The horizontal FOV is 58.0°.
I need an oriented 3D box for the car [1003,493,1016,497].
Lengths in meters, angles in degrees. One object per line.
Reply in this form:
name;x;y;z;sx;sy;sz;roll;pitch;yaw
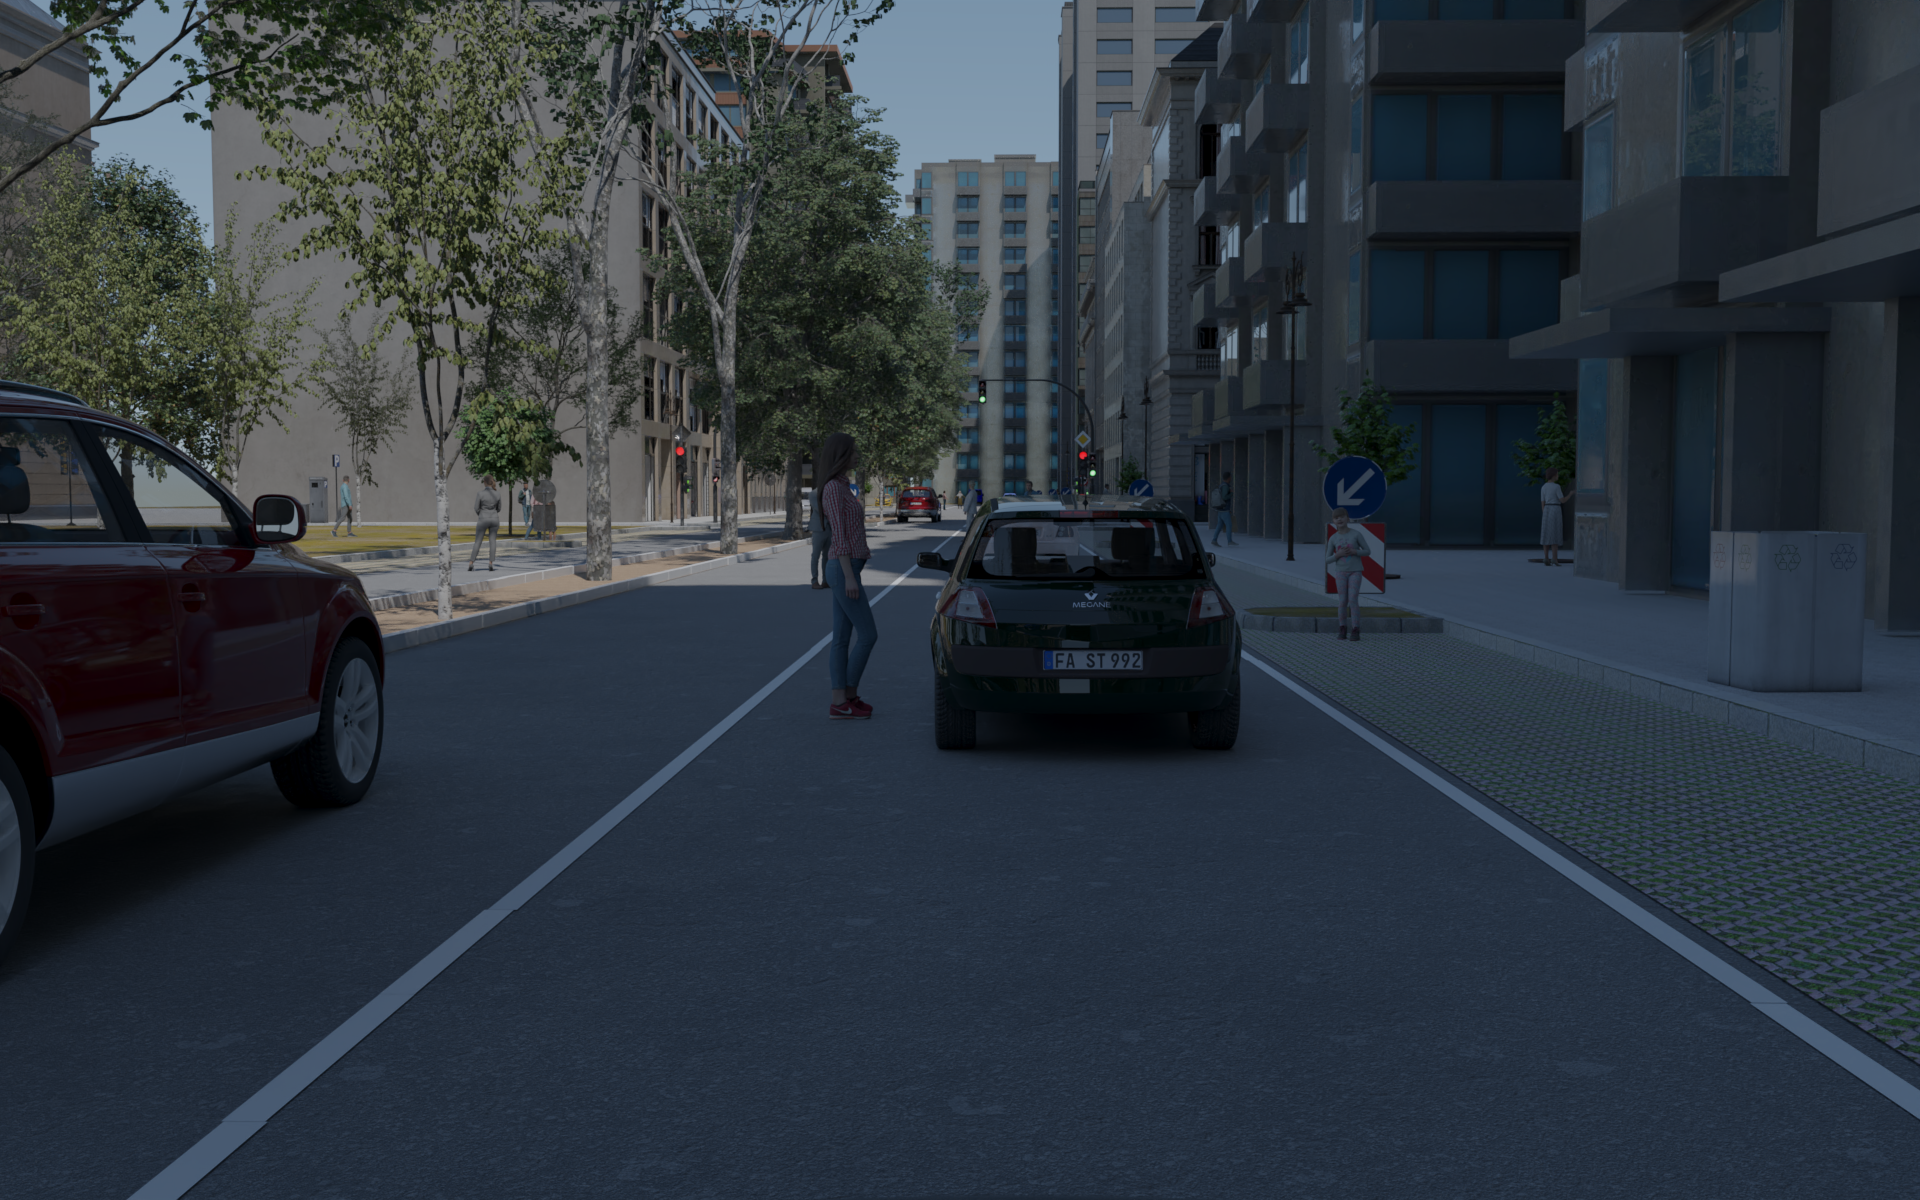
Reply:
car;4.870;-9.782;169.525;1.945;1.707;3.694;0;4;0

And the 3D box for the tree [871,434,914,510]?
tree;-4.355;-8.778;96.344;4.737;8.622;4.395;0;3;0

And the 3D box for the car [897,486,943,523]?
car;-2.067;-4.879;88.439;2.281;1.827;5.304;0;4;3

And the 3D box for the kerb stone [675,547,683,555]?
kerb stone;-6.687;-1.119;40.491;0.120;0.150;1.000;0;4;1

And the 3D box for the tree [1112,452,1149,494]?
tree;7.625;-5.130;78.482;1.663;3.219;1.824;0;3;0

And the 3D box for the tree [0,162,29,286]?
tree;-17.180;-4.755;28.101;4.360;8.622;3.978;0;3;0

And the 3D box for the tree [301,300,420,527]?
tree;-22.998;-7.119;66.751;4.360;8.622;3.978;0;3;0

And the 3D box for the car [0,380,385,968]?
car;-3.787;0.142;6.346;2.281;1.827;5.304;0;4;0

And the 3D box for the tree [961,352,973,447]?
tree;-3.638;-11.926;104.107;9.857;13.997;8.962;0;3;0

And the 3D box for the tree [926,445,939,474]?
tree;-3.630;-10.190;119.418;4.360;8.622;3.978;0;3;0

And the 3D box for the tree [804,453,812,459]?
tree;-11.121;-11.737;142.264;4.737;8.622;4.395;0;3;0

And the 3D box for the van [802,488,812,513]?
van;-9.876;-6.372;111.197;2.013;2.044;4.112;0;4;1

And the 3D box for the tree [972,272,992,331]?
tree;-4.402;-16.472;127.658;12.611;20.169;13.585;0;3;0

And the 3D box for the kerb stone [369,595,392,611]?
kerb stone;-7.173;0.070;21.052;0.120;0.150;1.000;0;4;1

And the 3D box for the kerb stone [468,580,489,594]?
kerb stone;-7.076;-0.180;25.141;0.120;0.150;1.000;0;4;1

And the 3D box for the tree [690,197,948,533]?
tree;-5.311;-8.837;63.951;9.611;12.733;9.660;0;3;0

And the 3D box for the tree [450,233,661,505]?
tree;-14.042;-7.661;59.677;7.601;10.594;8.767;0;4;6

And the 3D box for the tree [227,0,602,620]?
tree;-5.815;-4.059;19.191;4.737;8.622;4.395;0;3;0

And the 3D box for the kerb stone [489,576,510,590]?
kerb stone;-7.038;-0.236;26.163;0.120;0.150;1.000;0;4;1

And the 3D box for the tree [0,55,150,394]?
tree;-26.863;-8.290;45.906;12.009;13.543;11.850;0;3;0

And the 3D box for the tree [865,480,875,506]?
tree;-10.499;-12.007;190.912;1.663;3.219;1.824;0;3;0

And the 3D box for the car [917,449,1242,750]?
car;0.709;-0.081;11.109;2.009;1.686;4.222;0;4;0

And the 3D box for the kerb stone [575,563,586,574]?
kerb stone;-6.915;-0.556;31.288;0.120;0.150;1.000;0;4;1

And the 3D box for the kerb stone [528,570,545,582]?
kerb stone;-6.994;-0.368;28.206;0.120;0.150;1.000;0;4;1

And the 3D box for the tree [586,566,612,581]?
tree;-7.143;-10.427;28.833;12.611;20.169;13.585;0;3;0

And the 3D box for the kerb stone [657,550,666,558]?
kerb stone;-6.741;-0.994;38.447;0.120;0.150;1.000;0;4;1

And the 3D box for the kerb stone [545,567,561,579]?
kerb stone;-6.958;-0.430;29.233;0.120;0.150;1.000;0;4;1

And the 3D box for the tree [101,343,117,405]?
tree;-33.455;-7.115;66.690;4.360;8.622;3.978;0;3;0

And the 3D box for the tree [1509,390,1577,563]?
tree;11.095;-2.319;32.520;1.663;3.219;1.824;0;3;0

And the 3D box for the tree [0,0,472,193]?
tree;-6.388;-5.009;10.111;9.928;11.665;9.643;0;3;0

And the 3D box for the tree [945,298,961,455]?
tree;-4.699;-10.457;80.086;9.857;13.997;8.962;0;3;0

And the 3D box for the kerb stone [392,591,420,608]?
kerb stone;-7.148;0.011;22.074;0.120;0.150;1.000;0;4;1

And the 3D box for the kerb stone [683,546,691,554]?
kerb stone;-6.656;-1.181;41.523;0.120;0.150;1.000;0;4;1

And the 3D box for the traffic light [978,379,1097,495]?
traffic light;3.110;-5.734;68.424;4.771;5.953;1.251;0;4;1

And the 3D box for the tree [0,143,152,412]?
tree;-18.076;-5.256;36.297;4.737;8.622;4.395;0;3;0

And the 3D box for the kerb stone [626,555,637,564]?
kerb stone;-6.818;-0.807;35.383;0.120;0.150;1.000;0;4;1

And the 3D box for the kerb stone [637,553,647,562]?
kerb stone;-6.786;-0.868;36.404;0.120;0.150;1.000;0;4;1

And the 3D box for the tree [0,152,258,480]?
tree;-28.194;-8.639;58.258;9.611;12.733;9.660;0;3;0

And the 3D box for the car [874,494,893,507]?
car;-8.074;-10.622;183.894;2.015;1.641;3.980;0;4;1

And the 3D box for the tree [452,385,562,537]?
tree;-13.644;-4.188;52.180;4.285;4.588;4.351;0;3;0

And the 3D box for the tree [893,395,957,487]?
tree;-3.874;-11.763;112.913;7.486;12.596;7.792;0;3;0

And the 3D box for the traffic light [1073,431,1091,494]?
traffic light;5.404;-5.356;76.496;0.839;4.253;0.868;0;4;1

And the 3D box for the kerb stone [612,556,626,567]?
kerb stone;-6.845;-0.743;34.359;0.120;0.150;1.000;0;4;1

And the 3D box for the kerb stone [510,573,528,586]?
kerb stone;-7.023;-0.305;27.184;0.120;0.150;1.000;0;4;1

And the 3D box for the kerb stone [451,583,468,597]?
kerb stone;-7.096;-0.118;24.119;0.120;0.150;1.000;0;4;1

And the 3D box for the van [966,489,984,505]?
van;1.947;-13.268;221.318;2.240;2.365;5.245;0;4;0

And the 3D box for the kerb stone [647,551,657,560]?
kerb stone;-6.766;-0.927;37.426;0.120;0.150;1.000;0;4;1

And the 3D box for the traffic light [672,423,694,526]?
traffic light;-11.053;-4.892;68.906;0.839;4.253;0.868;0;4;1

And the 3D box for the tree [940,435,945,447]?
tree;-3.156;-11.246;136.683;4.360;8.622;3.978;0;3;0

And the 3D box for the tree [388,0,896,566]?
tree;-6.696;-11.203;41.513;12.611;20.169;13.585;0;3;0

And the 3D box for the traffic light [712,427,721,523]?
traffic light;-8.759;-6.251;76.871;4.771;5.953;1.251;0;4;1

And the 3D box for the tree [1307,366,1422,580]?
tree;6.067;-1.940;26.319;1.663;3.219;1.824;0;3;0

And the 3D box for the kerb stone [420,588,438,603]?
kerb stone;-7.125;-0.053;23.095;0.120;0.150;1.000;0;4;1

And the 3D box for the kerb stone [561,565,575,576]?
kerb stone;-6.950;-0.494;30.265;0.120;0.150;1.000;0;4;1

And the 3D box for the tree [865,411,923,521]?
tree;-4.126;-8.424;90.558;4.360;8.622;3.978;0;3;0

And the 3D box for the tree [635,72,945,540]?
tree;-5.196;-8.834;53.541;9.857;13.997;8.962;0;3;0

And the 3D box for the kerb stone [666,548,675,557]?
kerb stone;-6.708;-1.055;39.469;0.120;0.150;1.000;0;4;1
